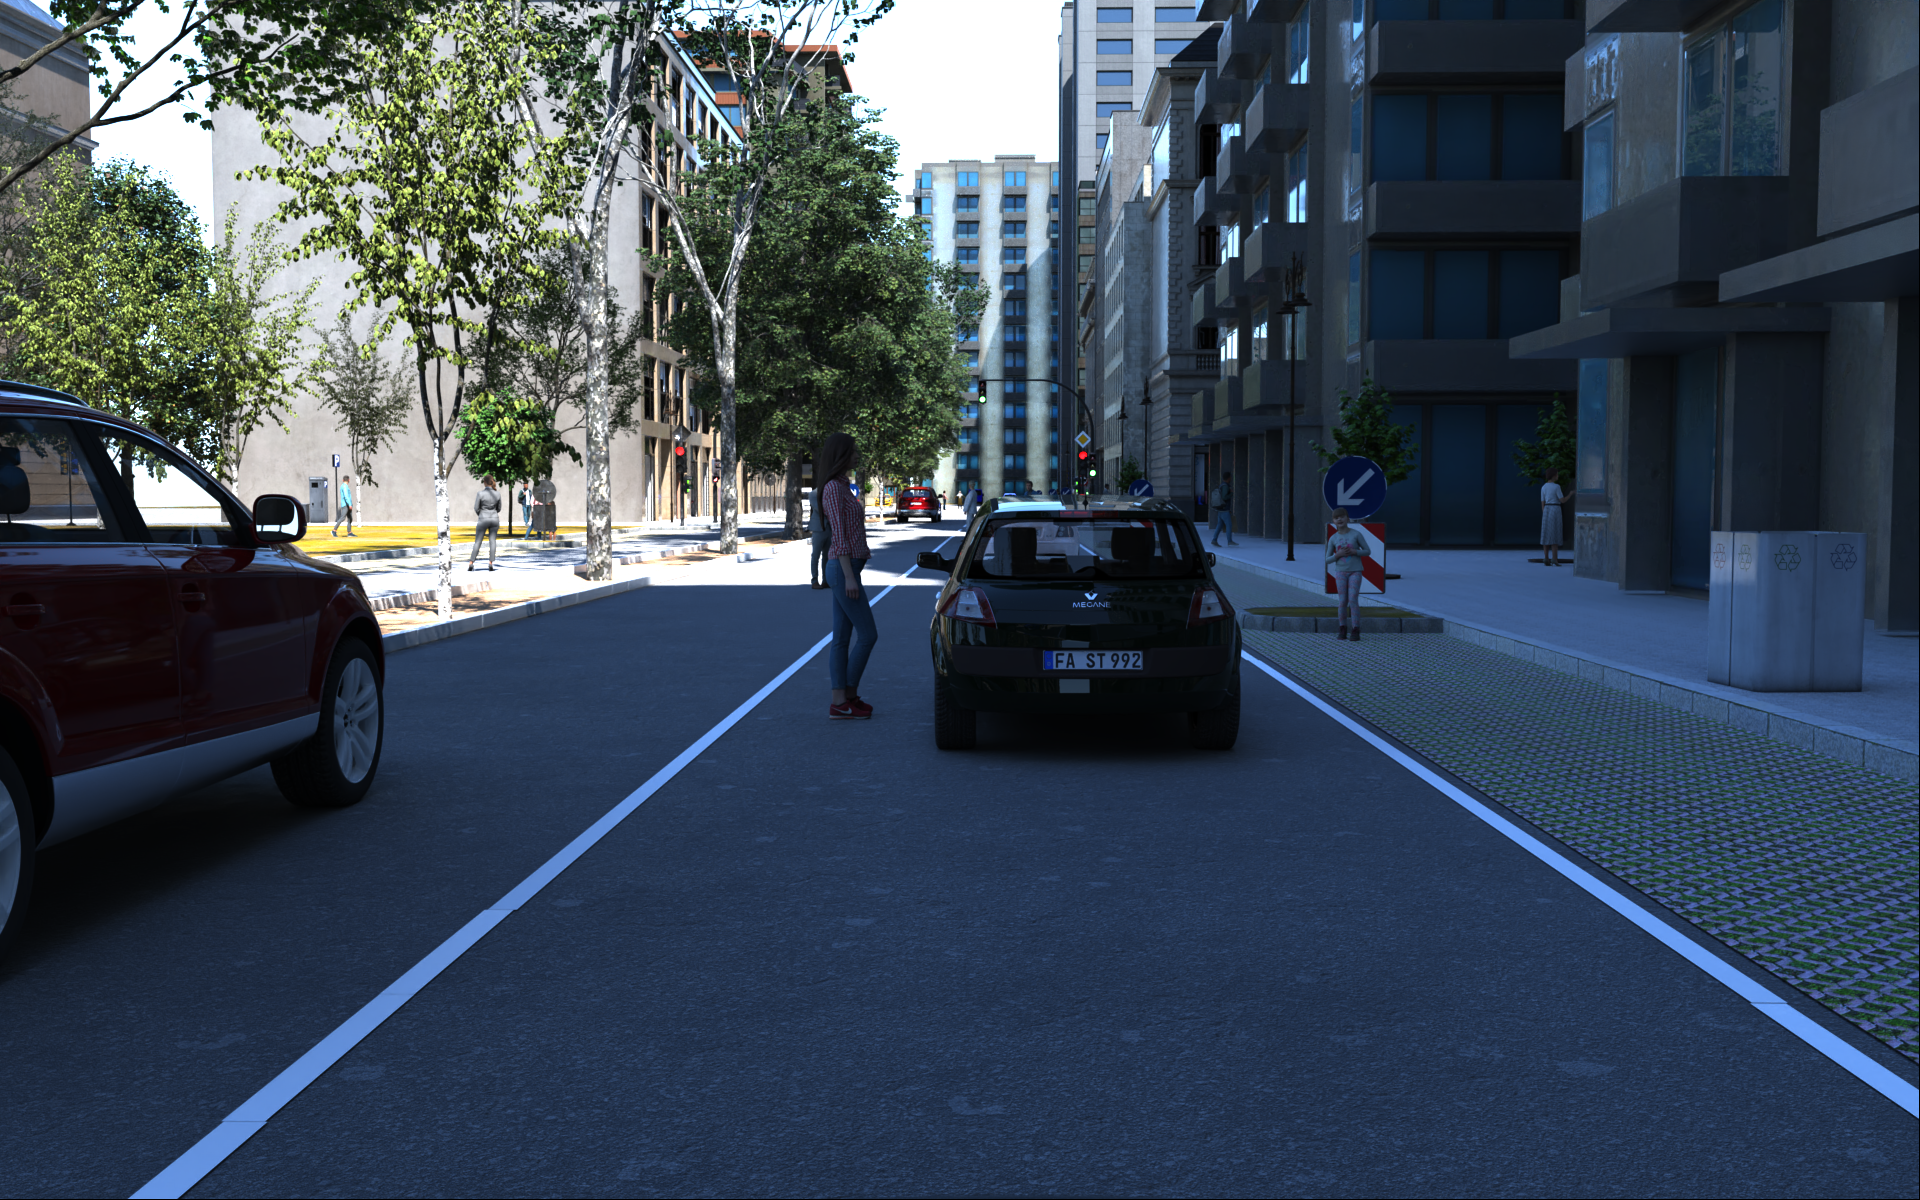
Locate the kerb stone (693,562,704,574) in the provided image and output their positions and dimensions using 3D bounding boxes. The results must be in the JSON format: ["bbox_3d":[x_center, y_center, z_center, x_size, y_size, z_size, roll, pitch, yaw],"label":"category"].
[{"bbox_3d":[-4.815,-0.553,31.244,0.120,0.150,1.000,0,4,1],"label":"kerb stone"}]

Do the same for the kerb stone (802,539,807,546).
[{"bbox_3d":[-4.405,-1.556,47.631,0.120,0.150,1.000,0,4,1],"label":"kerb stone"}]

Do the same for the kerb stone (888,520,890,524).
[{"bbox_3d":[-3.542,-3.656,81.975,0.120,0.150,1.000,0,4,1],"label":"kerb stone"}]

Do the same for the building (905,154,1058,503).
[{"bbox_3d":[7.700,-38.359,246.770,30.456,49.044,23.786,0,4,1],"label":"building"}]

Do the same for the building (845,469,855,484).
[{"bbox_3d":[-19.052,-25.529,189.096,14.160,30.474,14.107,0,4,1],"label":"building"}]

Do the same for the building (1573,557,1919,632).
[{"bbox_3d":[18.755,-24.029,12.489,23.786,49.044,30.456,0,4,1],"label":"building"}]

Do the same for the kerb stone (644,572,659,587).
[{"bbox_3d":[-4.919,-0.303,27.145,0.120,0.150,1.000,0,4,1],"label":"kerb stone"}]

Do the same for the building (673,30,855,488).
[{"bbox_3d":[-21.909,-31.355,167.277,22.147,44.769,28.867,0,4,1],"label":"building"}]

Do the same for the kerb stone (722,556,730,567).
[{"bbox_3d":[-4.743,-0.742,34.321,0.120,0.150,1.000,0,4,1],"label":"kerb stone"}]

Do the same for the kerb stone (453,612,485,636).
[{"bbox_3d":[-5.153,0.262,17.915,0.120,0.150,1.000,0,4,1],"label":"kerb stone"}]

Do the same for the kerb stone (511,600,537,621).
[{"bbox_3d":[-5.103,0.136,19.965,0.120,0.150,1.000,0,4,1],"label":"kerb stone"}]

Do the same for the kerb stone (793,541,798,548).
[{"bbox_3d":[-4.454,-1.426,45.588,0.120,0.150,1.000,0,4,1],"label":"kerb stone"}]

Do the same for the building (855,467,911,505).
[{"bbox_3d":[-22.295,-24.810,250.675,28.899,21.520,27.650,0,4,1],"label":"building"}]

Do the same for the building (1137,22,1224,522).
[{"bbox_3d":[18.758,-15.494,82.202,19.941,23.489,11.050,0,4,1],"label":"building"}]

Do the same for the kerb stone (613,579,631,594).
[{"bbox_3d":[-4.978,-0.177,25.098,0.120,0.150,1.000,0,4,1],"label":"kerb stone"}]

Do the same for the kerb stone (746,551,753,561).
[{"bbox_3d":[-4.657,-0.931,37.412,0.120,0.150,1.000,0,4,1],"label":"kerb stone"}]

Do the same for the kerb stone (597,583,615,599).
[{"bbox_3d":[-5.004,-0.114,24.064,0.120,0.150,1.000,0,4,1],"label":"kerb stone"}]

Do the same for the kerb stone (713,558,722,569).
[{"bbox_3d":[-4.764,-0.679,33.299,0.120,0.150,1.000,0,4,1],"label":"kerb stone"}]

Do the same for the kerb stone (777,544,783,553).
[{"bbox_3d":[-4.527,-1.243,42.523,0.120,0.150,1.000,0,4,1],"label":"kerb stone"}]

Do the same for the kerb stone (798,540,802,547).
[{"bbox_3d":[-4.431,-1.493,46.609,0.120,0.150,1.000,0,4,1],"label":"kerb stone"}]

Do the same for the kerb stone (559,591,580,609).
[{"bbox_3d":[-5.051,0.011,22.015,0.120,0.150,1.000,0,4,1],"label":"kerb stone"}]

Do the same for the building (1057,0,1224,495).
[{"bbox_3d":[22.424,-40.885,210.465,21.231,58.520,28.212,0,4,1],"label":"building"}]

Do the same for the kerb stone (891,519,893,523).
[{"bbox_3d":[-3.485,-3.782,84.029,0.120,0.150,1.000,0,4,1],"label":"kerb stone"}]

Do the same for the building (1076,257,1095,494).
[{"bbox_3d":[16.468,-18.193,139.258,13.314,21.916,24.055,0,4,1],"label":"building"}]

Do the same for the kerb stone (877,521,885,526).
[{"bbox_3d":[-3.611,-3.469,78.905,0.120,0.150,1.000,0,4,1],"label":"kerb stone"}]

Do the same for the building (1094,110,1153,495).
[{"bbox_3d":[15.621,-18.274,116.805,12.078,24.808,19.932,0,4,1],"label":"building"}]

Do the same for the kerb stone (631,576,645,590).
[{"bbox_3d":[-4.946,-0.237,26.120,0.120,0.150,1.000,0,4,1],"label":"kerb stone"}]

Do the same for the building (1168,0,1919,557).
[{"bbox_3d":[18.986,-26.377,50.879,23.786,49.044,30.456,0,4,1],"label":"building"}]

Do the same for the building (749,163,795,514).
[{"bbox_3d":[-18.988,-19.979,123.914,12.463,27.353,25.104,0,4,1],"label":"building"}]

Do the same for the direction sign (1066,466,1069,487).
[{"bbox_3d":[8.858,-9.194,142.323,0.379,3.537,0.876,-1,4,-9],"label":"direction sign"}]

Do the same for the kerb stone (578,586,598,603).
[{"bbox_3d":[-5.024,-0.049,23.037,0.120,0.150,1.000,0,4,1],"label":"kerb stone"}]

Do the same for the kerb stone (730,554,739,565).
[{"bbox_3d":[-4.705,-0.803,35.357,0.120,0.150,1.000,0,4,1],"label":"kerb stone"}]

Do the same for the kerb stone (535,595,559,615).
[{"bbox_3d":[-5.074,0.074,20.992,0.120,0.150,1.000,0,4,1],"label":"kerb stone"}]

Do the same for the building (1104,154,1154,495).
[{"bbox_3d":[13.926,-14.915,98.616,10.420,20.320,16.860,0,4,1],"label":"building"}]

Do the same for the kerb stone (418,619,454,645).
[{"bbox_3d":[-5.173,0.326,16.887,0.120,0.150,1.000,0,4,1],"label":"kerb stone"}]

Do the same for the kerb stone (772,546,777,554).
[{"bbox_3d":[-4.562,-1.181,41.501,0.120,0.150,1.000,0,4,1],"label":"kerb stone"}]

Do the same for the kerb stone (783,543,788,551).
[{"bbox_3d":[-4.503,-1.306,43.544,0.120,0.150,1.000,0,4,1],"label":"kerb stone"}]

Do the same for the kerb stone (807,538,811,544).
[{"bbox_3d":[-4.378,-1.611,48.655,0.120,0.150,1.000,0,4,1],"label":"kerb stone"}]

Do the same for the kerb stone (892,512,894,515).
[{"bbox_3d":[-4.749,-5.786,116.907,0.120,0.150,1.000,0,4,1],"label":"kerb stone"}]

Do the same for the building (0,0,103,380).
[{"bbox_3d":[-55.237,-18.292,84.979,20.117,28.700,13.634,0,4,1],"label":"building"}]

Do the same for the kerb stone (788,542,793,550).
[{"bbox_3d":[-4.485,-1.368,44.566,0.120,0.150,1.000,0,4,1],"label":"kerb stone"}]

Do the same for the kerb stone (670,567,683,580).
[{"bbox_3d":[-4.871,-0.428,29.200,0.120,0.150,1.000,0,4,1],"label":"kerb stone"}]

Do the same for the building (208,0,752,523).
[{"bbox_3d":[-23.487,-17.734,94.473,19.350,26.468,34.151,0,4,1],"label":"building"}]

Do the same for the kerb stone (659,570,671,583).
[{"bbox_3d":[-4.898,-0.364,28.172,0.120,0.150,1.000,0,4,1],"label":"kerb stone"}]

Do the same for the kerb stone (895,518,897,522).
[{"bbox_3d":[-3.406,-3.967,87.113,0.120,0.150,1.000,0,4,1],"label":"kerb stone"}]

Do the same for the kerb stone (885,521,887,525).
[{"bbox_3d":[-3.585,-3.531,79.931,0.120,0.150,1.000,0,4,1],"label":"kerb stone"}]

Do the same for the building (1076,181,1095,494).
[{"bbox_3d":[17.801,-23.862,161.852,14.160,30.474,14.107,0,4,1],"label":"building"}]

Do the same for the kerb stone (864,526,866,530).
[{"bbox_3d":[-3.863,-2.871,69.142,0.120,0.150,1.000,0,4,1],"label":"kerb stone"}]

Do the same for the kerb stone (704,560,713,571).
[{"bbox_3d":[-4.792,-0.616,32.268,0.120,0.150,1.000,0,4,1],"label":"kerb stone"}]

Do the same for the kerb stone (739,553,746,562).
[{"bbox_3d":[-4.682,-0.868,36.387,0.120,0.150,1.000,0,4,1],"label":"kerb stone"}]

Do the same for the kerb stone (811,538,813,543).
[{"bbox_3d":[-4.354,-1.681,49.676,0.120,0.150,1.000,0,4,1],"label":"kerb stone"}]

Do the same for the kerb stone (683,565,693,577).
[{"bbox_3d":[-4.848,-0.486,30.223,0.120,0.150,1.000,0,4,1],"label":"kerb stone"}]

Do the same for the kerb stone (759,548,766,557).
[{"bbox_3d":[-4.608,-1.049,39.455,0.120,0.150,1.000,0,4,1],"label":"kerb stone"}]

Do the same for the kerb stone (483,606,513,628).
[{"bbox_3d":[-5.123,0.199,18.940,0.120,0.150,1.000,0,4,1],"label":"kerb stone"}]

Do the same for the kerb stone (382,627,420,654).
[{"bbox_3d":[-5.199,0.387,15.864,0.120,0.150,1.000,0,4,1],"label":"kerb stone"}]

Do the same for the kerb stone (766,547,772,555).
[{"bbox_3d":[-4.582,-1.116,40.479,0.120,0.150,1.000,0,4,1],"label":"kerb stone"}]

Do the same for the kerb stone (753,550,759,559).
[{"bbox_3d":[-4.637,-0.993,38.433,0.120,0.150,1.000,0,4,1],"label":"kerb stone"}]
